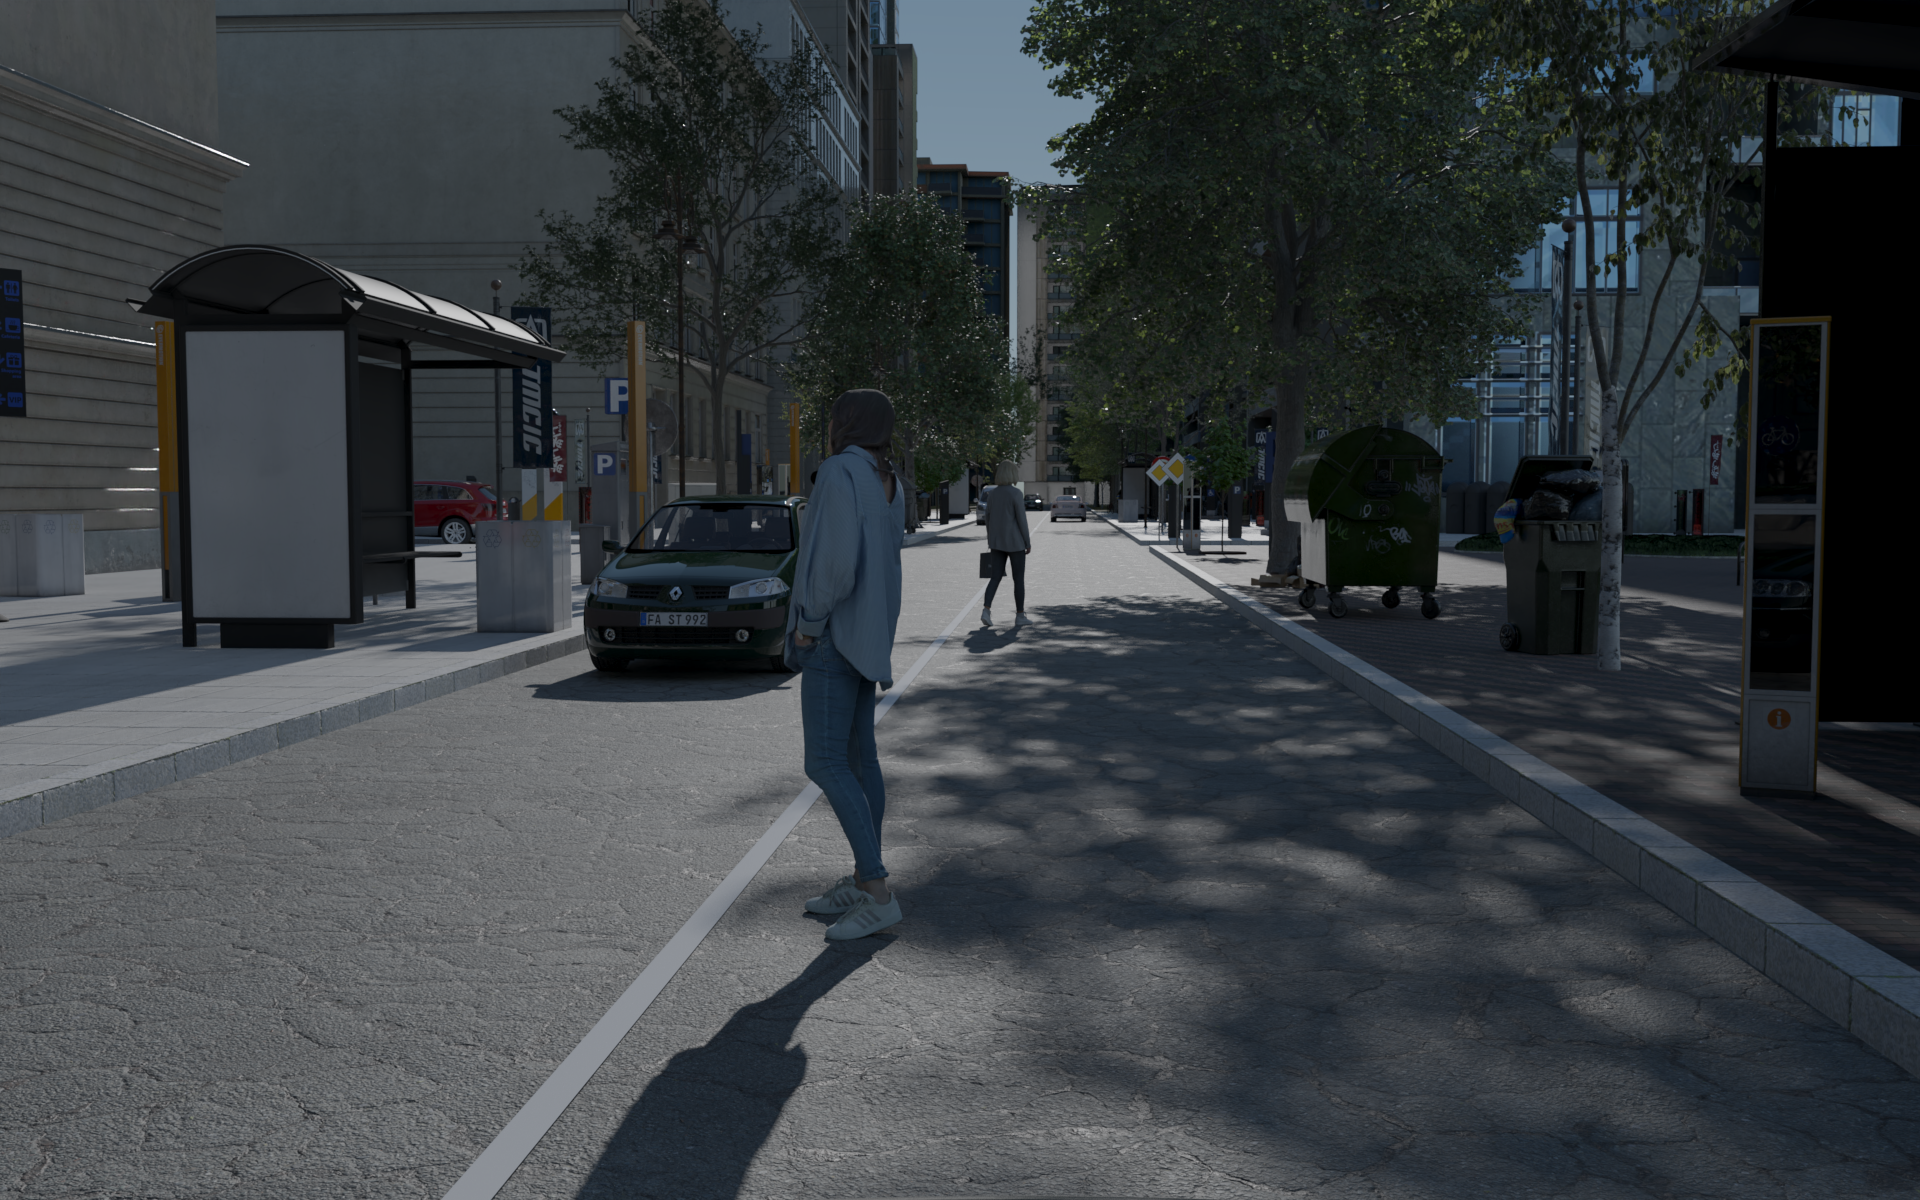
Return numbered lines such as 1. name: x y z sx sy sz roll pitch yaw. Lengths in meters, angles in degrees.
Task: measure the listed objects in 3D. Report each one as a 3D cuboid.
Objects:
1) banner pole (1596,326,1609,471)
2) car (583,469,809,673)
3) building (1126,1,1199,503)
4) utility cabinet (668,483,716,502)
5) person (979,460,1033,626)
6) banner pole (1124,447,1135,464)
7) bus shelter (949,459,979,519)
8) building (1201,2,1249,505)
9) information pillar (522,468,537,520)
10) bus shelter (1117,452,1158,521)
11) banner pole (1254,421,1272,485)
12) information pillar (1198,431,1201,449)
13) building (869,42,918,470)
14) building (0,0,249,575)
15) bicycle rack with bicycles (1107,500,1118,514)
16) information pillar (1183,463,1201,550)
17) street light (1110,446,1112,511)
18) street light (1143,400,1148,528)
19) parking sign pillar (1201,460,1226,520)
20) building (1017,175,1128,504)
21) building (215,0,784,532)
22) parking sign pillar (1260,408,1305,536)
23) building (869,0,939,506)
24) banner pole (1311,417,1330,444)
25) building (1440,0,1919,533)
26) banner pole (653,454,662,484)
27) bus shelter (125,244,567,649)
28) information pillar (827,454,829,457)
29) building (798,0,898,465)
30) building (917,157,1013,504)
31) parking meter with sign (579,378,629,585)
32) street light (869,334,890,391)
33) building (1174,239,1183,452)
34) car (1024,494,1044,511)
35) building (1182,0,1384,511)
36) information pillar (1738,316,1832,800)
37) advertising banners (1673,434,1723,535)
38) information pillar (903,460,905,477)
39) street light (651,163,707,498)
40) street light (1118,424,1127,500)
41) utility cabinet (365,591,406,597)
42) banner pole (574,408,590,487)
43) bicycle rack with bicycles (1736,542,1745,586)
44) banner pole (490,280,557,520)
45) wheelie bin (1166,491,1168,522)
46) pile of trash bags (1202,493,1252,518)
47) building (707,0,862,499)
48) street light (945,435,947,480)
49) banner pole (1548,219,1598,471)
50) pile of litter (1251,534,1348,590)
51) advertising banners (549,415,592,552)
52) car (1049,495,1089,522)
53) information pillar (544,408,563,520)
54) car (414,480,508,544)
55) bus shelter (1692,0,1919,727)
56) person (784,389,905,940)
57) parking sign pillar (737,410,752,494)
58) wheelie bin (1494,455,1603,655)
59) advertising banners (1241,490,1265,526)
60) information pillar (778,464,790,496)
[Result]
1. banner pole: 8.185 -1.994 22.612 0.863 3.779 0.401 -2 4 -33
2. car: -2.003 -0.331 15.197 2.009 1.686 4.222 0 4 5
3. building: 31.806 -48.035 223.622 20.611 71.187 20.563 0 4 3
4. utility cabinet: -5.313 -1.613 35.057 1.173 1.500 0.318 -3 5 -41
5. person: 0.444 -0.625 18.894 0.709 1.800 0.728 3 5 42
6. banner pole: 8.982 -6.246 92.133 0.863 3.779 0.401 3 5 39
7. bus shelter: -0.122 -6.046 92.783 2.014 3.302 5.546 0 4 4
8. building: 31.316 -29.738 140.839 22.147 44.769 28.867 0 4 3
9. information pillar: -14.370 -4.058 57.700 0.504 3.616 0.183 -1 4 -18
10. bus shelter: 8.935 -5.647 86.257 2.014 3.302 5.546 0 4 3
11. banner pole: 10.334 -4.188 58.492 0.863 3.779 0.401 1 4 22
12. information pillar: 8.860 -4.457 64.222 0.183 3.616 0.504 1 4 9
13. building: -11.298 -28.716 153.104 14.154 41.232 14.086 0 4 3
14. building: -30.774 -12.756 27.648 34.723 24.649 14.460 0 4 3
15. bicycle rack with bicycles: 10.795 -6.005 111.557 2.852 0.926 2.925 0 4 -5
16. information pillar: 5.317 -2.153 39.693 0.304 2.012 0.304 -3 4 -37
17. street light: 10.736 -9.215 123.452 0.468 5.910 1.993 0 4 3
18. street light: 7.092 -5.701 65.997 0.468 5.910 1.993 0 4 3
19. parking sign pillar: 12.747 -6.057 87.497 1.447 3.967 1.447 1 4 14
20. building: 14.292 -32.951 222.338 14.086 41.232 14.154 0 4 3
21. building: -17.780 -14.664 73.045 16.112 22.955 30.059 0 4 3
22. parking sign pillar: 10.065 -3.991 53.720 1.447 3.967 1.447 -2 4 -35
23. building: -18.530 -53.129 181.337 31.000 86.520 22.319 0 4 3
24. banner pole: 11.570 -4.033 55.949 0.863 3.779 0.401 3 4 36
25. building: 30.922 -45.996 64.703 31.000 86.520 22.319 0 4 3
26. banner pole: -9.386 -3.804 52.208 0.863 3.779 0.401 0 4 -7
27. bus shelter: -5.599 -1.401 16.835 2.014 3.302 5.546 0 4 4
28. information pillar: -6.466 -5.714 84.773 0.183 3.616 0.504 0 4 -5
29. building: -15.519 -42.615 135.009 20.563 71.187 20.611 0 4 3
30. building: -7.655 -35.075 228.104 28.867 44.769 22.147 0 4 3
31. parking meter with sign: -5.109 -1.772 25.228 0.543 3.016 1.738 0 4 4
32. street light: -2.340 -4.735 50.200 0.468 5.910 1.993 0 4 3
33. building: 29.822 -25.245 184.452 14.160 30.474 14.107 0 4 3
34. car: 6.048 -8.229 144.338 2.009 1.686 4.222 0 4 4
35. building: 32.898 -33.160 165.861 21.300 48.544 21.600 0 4 3
36. information pillar: 3.507 -0.176 7.376 0.304 2.012 0.304 2 4 25
37. advertising banners: 22.047 -3.397 51.729 0.090 3.025 2.074 -1 4 -14
38. information pillar: -3.066 -6.651 100.095 0.504 3.616 0.183 0 4 8
39. street light: -3.966 -3.172 24.643 0.468 5.910 1.993 0 4 3
40. street light: 8.841 -7.447 94.548 0.468 5.910 1.993 0 4 3
41. utility cabinet: -7.403 -0.645 21.703 1.020 1.237 0.306 -2 4 -32
42. banner pole: -11.004 -3.709 50.652 0.863 3.779 0.401 3 5 40
43. bicycle rack with bicycles: 12.320 -0.647 23.962 2.925 0.926 2.852 -2 4 -34
44. banner pole: -5.191 -1.857 20.382 0.863 3.779 0.401 -1 4 -16
45. wheelie bin: 9.733 -4.371 79.375 0.980 1.594 0.693 2 4 33
46. pile of trash bags: 14.587 -5.117 93.422 1.912 1.369 3.447 -2 4 -32
47. building: -13.065 -19.877 102.483 11.434 29.767 29.804 0 4 3
48. street light: -0.641 -6.493 78.941 0.468 5.910 1.993 0 4 3
49. banner pole: 5.412 -1.568 15.655 0.401 3.779 0.863 2 4 32
50. pile of litter: 4.682 -0.609 23.922 1.176 0.858 1.719 0 4 -8
51. advertising banners: -8.161 -2.576 38.298 2.074 3.025 0.090 0 4 -3
52. car: 5.690 -4.784 90.584 2.083 1.381 4.827 0 4 4
53. information pillar: -10.203 -3.181 43.366 0.504 3.616 0.183 1 4 15
54. car: -15.057 -2.381 47.601 5.304 1.827 2.281 0 4 2
55. bus shelter: 4.629 -0.923 6.367 1.731 3.624 6.357 0 4 4
56. person: -0.354 0.179 5.837 0.793 1.790 0.793 -1 4 -17
57. parking sign pillar: -7.035 -4.146 56.266 1.447 3.967 1.447 0 4 -8
58. wheelie bin: 4.837 -0.373 13.999 0.980 1.594 0.693 -1 4 -13
59. advertising banners: 11.992 -4.458 69.074 0.090 3.025 2.074 -3 5 -44
60. information pillar: -4.220 -2.312 42.300 0.304 2.012 0.304 -3 5 -43
